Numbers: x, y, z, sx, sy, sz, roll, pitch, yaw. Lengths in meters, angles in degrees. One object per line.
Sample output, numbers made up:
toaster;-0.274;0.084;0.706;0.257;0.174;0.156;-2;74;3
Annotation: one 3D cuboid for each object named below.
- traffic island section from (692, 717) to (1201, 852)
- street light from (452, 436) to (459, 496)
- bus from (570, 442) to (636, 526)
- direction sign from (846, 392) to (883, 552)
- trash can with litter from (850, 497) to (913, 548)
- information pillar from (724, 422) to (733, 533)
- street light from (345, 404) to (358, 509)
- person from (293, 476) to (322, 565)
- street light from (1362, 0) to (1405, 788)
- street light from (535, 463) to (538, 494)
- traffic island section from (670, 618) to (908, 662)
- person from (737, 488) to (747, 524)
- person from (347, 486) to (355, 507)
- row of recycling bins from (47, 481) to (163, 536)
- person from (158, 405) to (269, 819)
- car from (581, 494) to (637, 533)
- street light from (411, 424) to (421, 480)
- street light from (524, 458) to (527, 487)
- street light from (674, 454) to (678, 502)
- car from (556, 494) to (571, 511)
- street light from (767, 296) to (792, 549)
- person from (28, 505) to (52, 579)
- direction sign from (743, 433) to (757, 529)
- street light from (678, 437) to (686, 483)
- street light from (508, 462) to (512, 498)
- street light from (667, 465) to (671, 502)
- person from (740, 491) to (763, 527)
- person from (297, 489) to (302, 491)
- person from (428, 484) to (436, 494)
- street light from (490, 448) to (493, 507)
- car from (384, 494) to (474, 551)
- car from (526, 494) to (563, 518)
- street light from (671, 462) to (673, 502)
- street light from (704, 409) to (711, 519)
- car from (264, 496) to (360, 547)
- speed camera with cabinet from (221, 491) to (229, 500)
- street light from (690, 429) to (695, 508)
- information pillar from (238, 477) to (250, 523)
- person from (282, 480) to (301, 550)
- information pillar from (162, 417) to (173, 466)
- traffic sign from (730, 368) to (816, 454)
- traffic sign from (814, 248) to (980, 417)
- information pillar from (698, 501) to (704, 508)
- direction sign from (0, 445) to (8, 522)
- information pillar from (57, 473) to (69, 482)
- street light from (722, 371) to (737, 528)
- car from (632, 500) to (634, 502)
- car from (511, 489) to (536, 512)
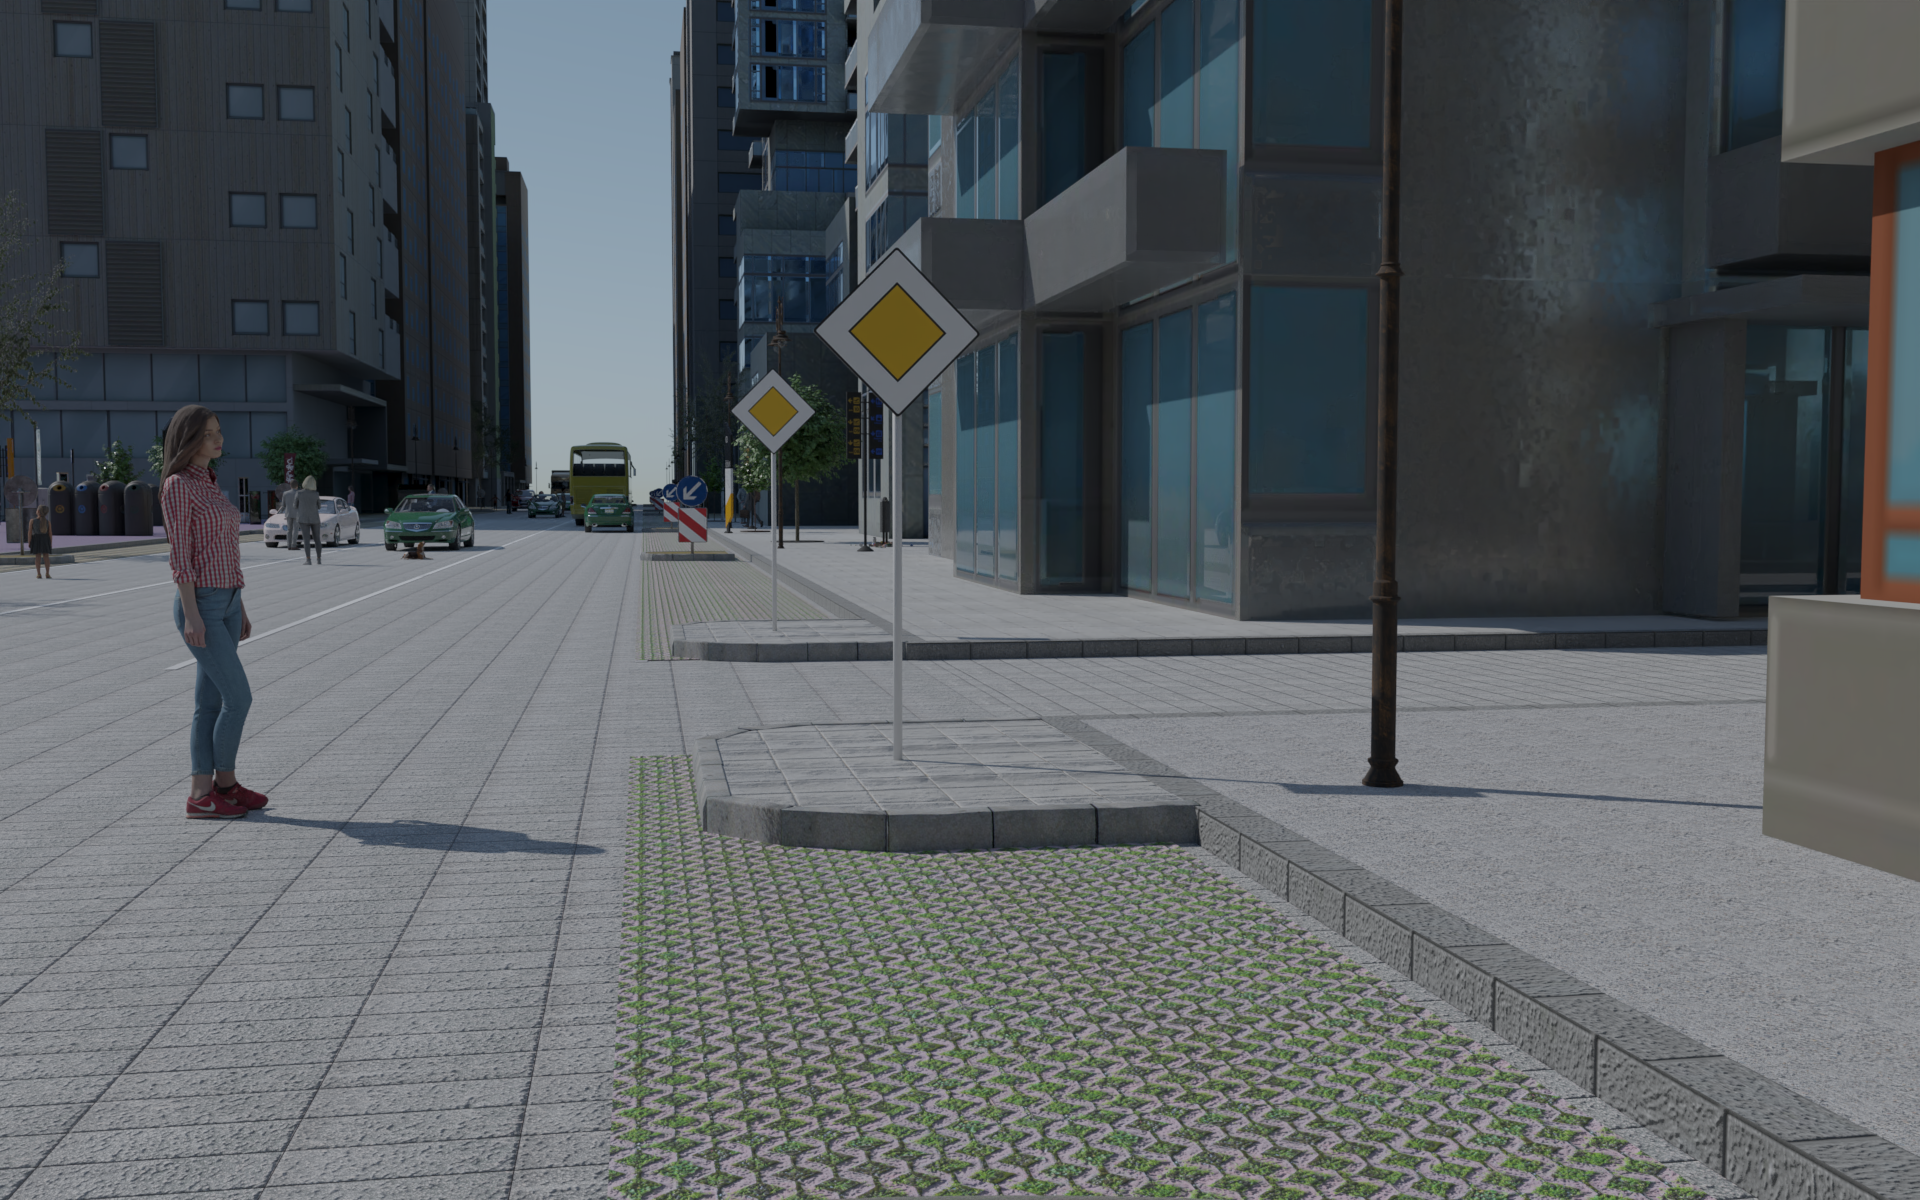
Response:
traffic island section;-0.255;0.852;8.353;2.009;0.180;2.903;-1;4;-10
street light;-40.293;-10.138;138.549;0.468;5.910;1.993;-1;4;-10
bus;-16.727;-5.486;81.236;2.896;3.916;12.252;-1;4;-10
direction sign;-2.112;-2.849;38.573;0.876;3.537;0.379;-2;4;-26
trash can with litter;-1.989;-1.907;42.238;1.678;1.210;2.233;0;4;6
information pillar;-7.533;-3.983;56.478;0.183;3.616;0.504;-2;4;-29
street light;-31.272;-7.116;89.139;0.468;5.910;1.993;-1;4;-10
person;-13.228;-1.616;35.113;0.537;1.800;0.526;-1;4;-22
street light;1.867;-2.121;7.469;0.468;5.910;1.993;-1;4;-10
street light;-59.500;-16.548;243.352;0.468;5.910;1.993;-1;4;-10
traffic island section;-1.690;0.371;16.209;2.009;0.180;2.903;-1;4;-10
person;-9.274;-4.182;74.516;0.391;1.810;0.635;2;4;35
person;-28.166;-4.374;80.021;0.555;1.821;0.388;3;5;43
row of recycling bins;-26.518;-2.834;53.450;3.534;1.692;1.069;1;4;12
person;-3.305;0.054;7.631;0.388;1.821;0.555;-1;4;-12
car;-13.361;-3.312;65.947;2.131;1.459;4.920;-1;4;-12
street light;-35.728;-8.624;113.787;0.468;5.910;1.993;-1;4;-10
street light;-54.930;-15.071;219.193;0.468;5.910;1.993;-1;4;-10
street light;-26.738;-11.718;164.379;0.468;5.910;1.993;-1;4;-10
car;-29.374;-7.346;128.902;1.959;1.807;4.718;-1;4;-12
street light;-4.214;-4.146;40.576;0.468;5.910;1.993;-1;4;-10
person;-15.563;-0.987;29.308;0.362;1.253;0.373;-2;4;-29
direction sign;-7.635;-4.376;63.538;0.876;3.537;0.379;3;5;42
street light;-22.275;-10.203;139.614;0.468;5.910;1.993;-1;4;-10
street light;-50.553;-13.591;194.999;0.468;5.910;1.993;-1;4;-10
street light;-32.960;-13.797;198.375;0.468;5.910;1.993;-1;4;-10
person;-7.990;-3.694;66.398;0.822;1.834;0.622;1;4;21
person;-31.531;-4.708;83.197;0.728;1.800;0.709;3;5;41
person;-20.158;-3.500;65.915;0.721;1.800;0.419;3;5;40
street light;-46.200;-12.111;170.801;0.468;5.910;1.993;-1;4;-10
car;-13.887;-2.059;45.464;2.131;1.459;4.920;-1;4;-9
car;-24.993;-5.662;104.370;2.131;1.459;4.920;-1;4;-10
street light;-28.539;-12.318;174.189;0.468;5.910;1.993;-1;4;-10
street light;-13.141;-7.171;90.040;0.468;5.910;1.993;-1;4;-10
car;-17.943;-2.186;48.107;2.083;1.381;4.827;-1;4;-8
speed camera with cabinet;-36.772;-5.507;84.382;2.038;3.252;0.660;-3;4;-37
street light;-17.692;-8.697;114.979;0.468;5.910;1.993;-1;4;-10
information pillar;-31.704;-4.416;76.689;0.304;2.012;0.304;1;4;15
person;-16.965;-2.172;44.208;0.606;1.804;0.583;0;4;-3
information pillar;-24.082;-3.756;52.768;0.183;3.616;0.504;0;4;8
traffic sign;-1.712;-0.852;16.122;0.795;2.593;0.064;-1;4;-10
traffic sign;-0.277;-0.372;8.266;0.795;2.593;0.064;-1;4;-10
information pillar;-13.110;-5.083;87.592;0.304;2.012;0.304;-1;4;-12
direction sign;-44.484;-5.419;80.593;0.876;3.537;0.379;-1;4;-9
information pillar;-30.843;-3.369;59.577;0.304;2.012;0.304;-3;5;-40
street light;-8.638;-5.638;64.967;0.468;5.910;1.993;-1;4;-10
car;-19.103;-5.296;95.633;2.155;1.783;4.494;-1;4;-11
car;-35.805;-8.189;142.566;2.281;1.827;5.304;-1;4;-12
